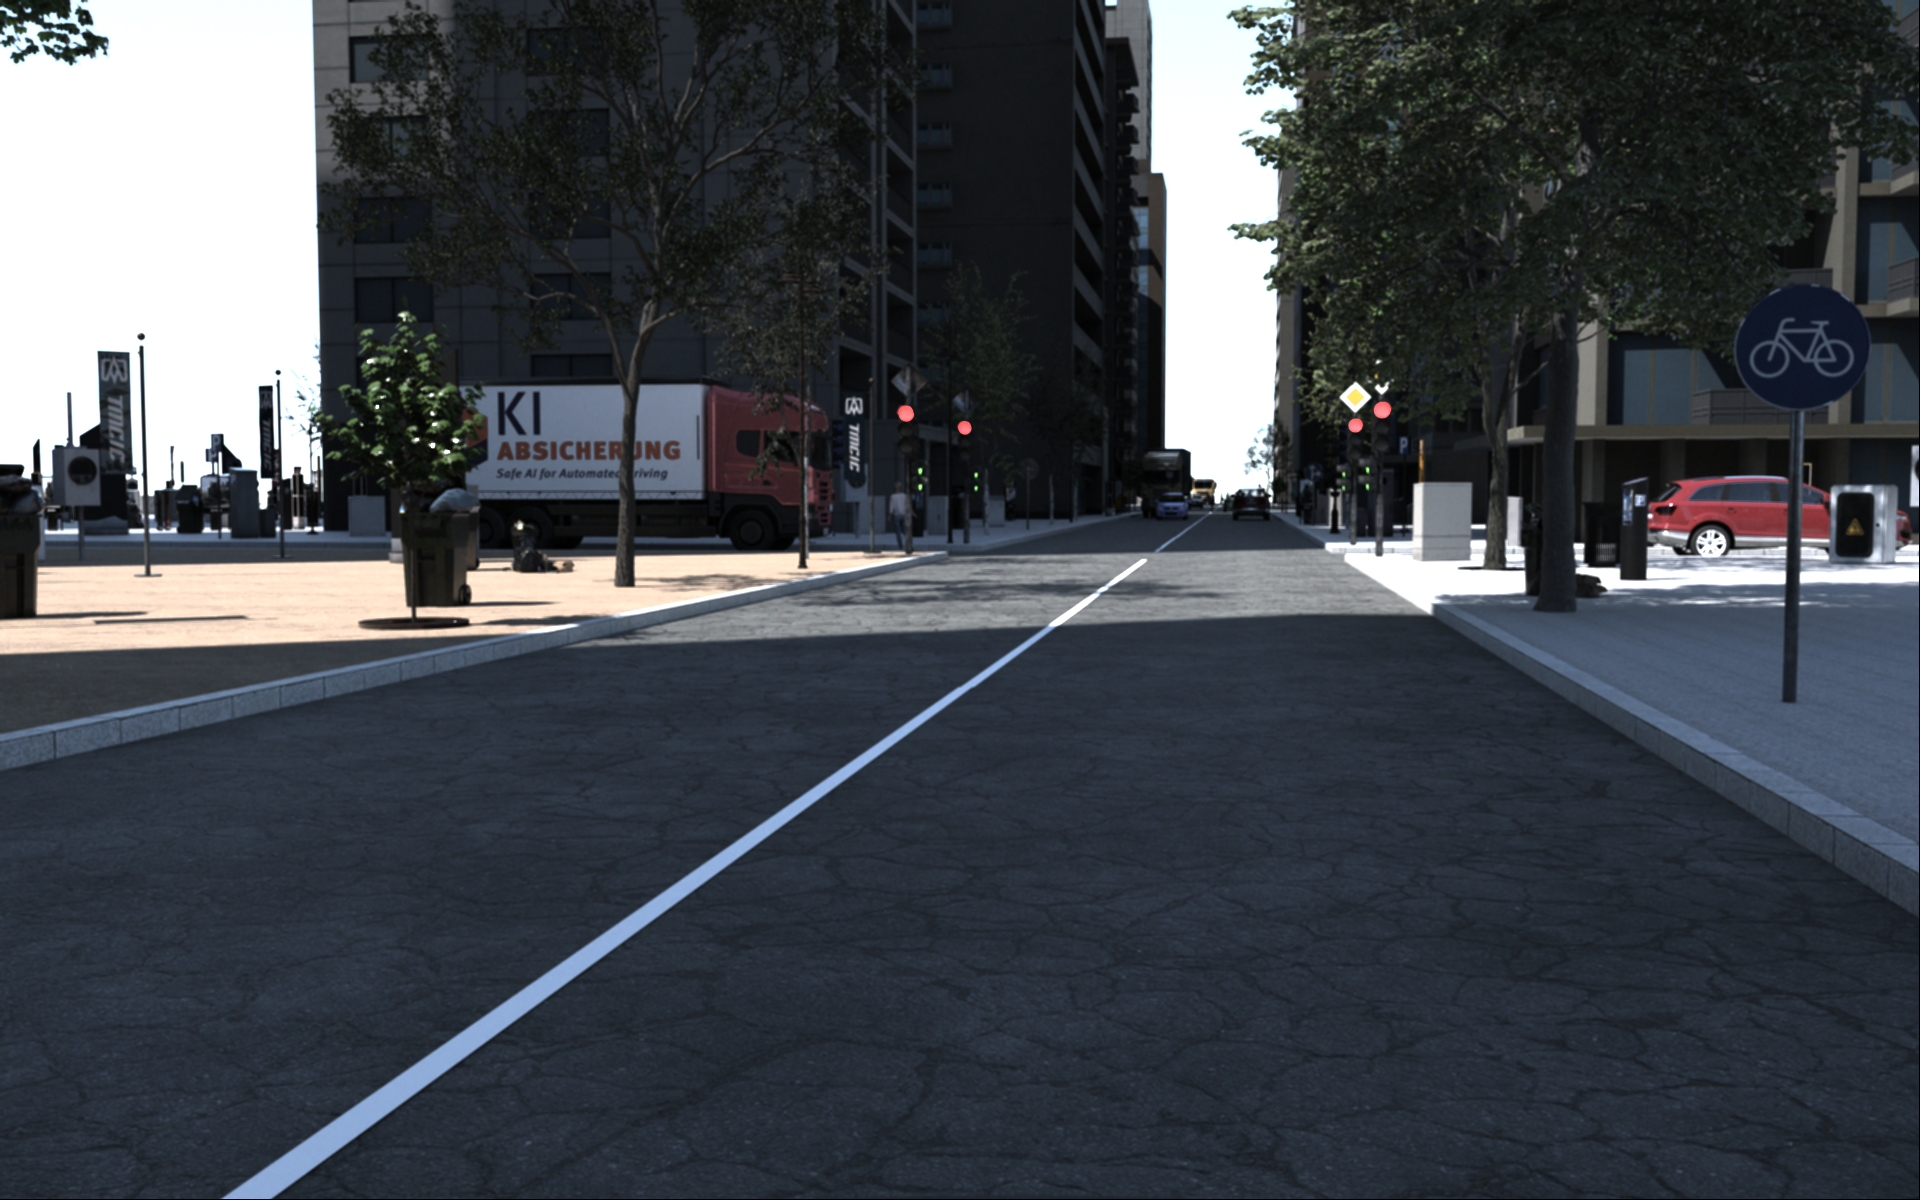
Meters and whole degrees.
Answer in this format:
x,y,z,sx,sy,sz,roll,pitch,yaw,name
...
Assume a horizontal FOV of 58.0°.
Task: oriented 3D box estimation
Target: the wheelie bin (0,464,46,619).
x,y,z,sx,sy,sz,roll,pitch,yaw,name
-9.939,-0.613,17.933,0.693,1.594,0.980,2,4,27,wheelie bin

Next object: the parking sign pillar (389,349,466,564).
x,y,z,sx,sy,sz,roll,pitch,yaw,name
-9.967,-2.689,32.431,1.447,3.967,1.447,0,4,4,parking sign pillar

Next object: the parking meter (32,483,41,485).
x,y,z,sx,sy,sz,roll,pitch,yaw,name
-20.732,-1.853,38.701,0.372,1.533,0.369,0,3,0,parking meter

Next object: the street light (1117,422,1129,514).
x,y,z,sx,sy,sz,roll,pitch,yaw,name
10.357,-8.471,111.281,0.468,5.910,1.993,1,4,9,street light

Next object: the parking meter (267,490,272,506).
x,y,z,sx,sy,sz,roll,pitch,yaw,name
-39.910,-5.615,100.214,0.372,1.533,0.369,0,3,0,parking meter

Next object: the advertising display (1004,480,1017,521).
x,y,z,sx,sy,sz,roll,pitch,yaw,name
2.363,-4.679,81.715,0.123,1.923,0.974,2,4,33,advertising display

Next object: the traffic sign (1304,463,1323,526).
x,y,z,sx,sy,sz,roll,pitch,yaw,name
14.323,-4.286,70.175,0.768,2.556,0.104,1,4,9,traffic sign

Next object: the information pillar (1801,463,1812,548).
x,y,z,sx,sy,sz,roll,pitch,yaw,name
20.236,-2.271,41.629,0.304,2.012,0.304,1,4,11,information pillar

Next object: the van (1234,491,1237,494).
x,y,z,sx,sy,sz,roll,pitch,yaw,name
41.414,-15.309,257.314,2.013,2.044,4.112,1,4,9,van

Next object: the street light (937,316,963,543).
x,y,z,sx,sy,sz,roll,pitch,yaw,name
-0.256,-4.422,45.090,0.468,5.910,1.993,1,4,9,street light

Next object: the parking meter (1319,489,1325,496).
x,y,z,sx,sy,sz,roll,pitch,yaw,name
17.489,-4.598,83.588,0.372,1.533,0.369,0,3,0,parking meter

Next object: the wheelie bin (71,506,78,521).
x,y,z,sx,sy,sz,roll,pitch,yaw,name
-42.621,-4.640,83.772,0.693,1.594,0.980,-3,5,-43,wheelie bin

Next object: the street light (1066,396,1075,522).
x,y,z,sx,sy,sz,roll,pitch,yaw,name
5.032,-6.451,78.267,0.468,5.910,1.993,1,4,9,street light

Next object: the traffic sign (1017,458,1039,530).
x,y,z,sx,sy,sz,roll,pitch,yaw,name
2.420,-3.774,61.805,0.768,2.556,0.104,1,4,11,traffic sign

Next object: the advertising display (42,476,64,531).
x,y,z,sx,sy,sz,roll,pitch,yaw,name
-31.779,-3.388,60.612,0.974,1.923,0.123,1,4,21,advertising display

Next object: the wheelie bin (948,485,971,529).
x,y,z,sx,sy,sz,roll,pitch,yaw,name
-0.032,-3.400,63.494,0.980,1.594,0.693,2,4,35,wheelie bin

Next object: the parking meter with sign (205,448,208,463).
x,y,z,sx,sy,sz,roll,pitch,yaw,name
-27.682,-4.228,65.391,1.738,3.016,0.543,2,4,31,parking meter with sign

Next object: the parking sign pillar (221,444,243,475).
x,y,z,sx,sy,sz,roll,pitch,yaw,name
-38.436,-6.305,91.564,1.447,3.967,1.447,1,4,13,parking sign pillar

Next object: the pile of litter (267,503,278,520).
x,y,z,sx,sy,sz,roll,pitch,yaw,name
-33.863,-4.318,84.572,1.176,0.858,1.719,0,4,-5,pile of litter

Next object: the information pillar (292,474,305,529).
x,y,z,sx,sy,sz,roll,pitch,yaw,name
-24.015,-3.570,62.859,0.304,2.012,0.304,2,4,26,information pillar

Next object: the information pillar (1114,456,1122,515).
x,y,z,sx,sy,sz,roll,pitch,yaw,name
9.805,-7.091,107.290,0.183,3.616,0.504,-3,5,-40,information pillar

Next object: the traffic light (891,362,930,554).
x,y,z,sx,sy,sz,roll,pitch,yaw,name
-1.074,-2.934,36.886,0.839,4.253,0.868,1,4,9,traffic light

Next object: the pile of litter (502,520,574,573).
x,y,z,sx,sy,sz,roll,pitch,yaw,name
-7.007,-0.907,28.797,1.176,0.858,1.719,-1,4,-16,pile of litter

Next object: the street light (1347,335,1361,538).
x,y,z,sx,sy,sz,roll,pitch,yaw,name
11.430,-4.743,50.333,0.468,5.910,1.993,1,4,9,street light

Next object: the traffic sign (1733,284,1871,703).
x,y,z,sx,sy,sz,roll,pitch,yaw,name
5.116,-0.642,10.606,0.768,2.556,0.104,1,4,13,traffic sign

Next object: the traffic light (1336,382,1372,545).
x,y,z,sx,sy,sz,roll,pitch,yaw,name
9.828,-3.323,43.252,0.839,4.253,0.868,1,4,9,traffic light

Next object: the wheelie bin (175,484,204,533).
x,y,z,sx,sy,sz,roll,pitch,yaw,name
-25.151,-2.975,56.547,0.980,1.594,0.693,1,4,18,wheelie bin

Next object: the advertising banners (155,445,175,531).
x,y,z,sx,sy,sz,roll,pitch,yaw,name
-28.045,-3.976,61.198,0.090,3.025,2.074,0,4,-6,advertising banners

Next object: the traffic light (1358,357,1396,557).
x,y,z,sx,sy,sz,roll,pitch,yaw,name
8.568,-2.841,35.367,0.839,4.253,0.868,1,4,9,traffic light

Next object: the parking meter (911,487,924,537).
x,y,z,sx,sy,sz,roll,pitch,yaw,name
-1.278,-2.642,51.603,0.372,1.533,0.369,0,3,0,parking meter

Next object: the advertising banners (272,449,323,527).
x,y,z,sx,sy,sz,roll,pitch,yaw,name
-25.880,-4.353,67.359,0.090,3.025,2.074,3,5,41,advertising banners

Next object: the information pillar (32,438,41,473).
x,y,z,sx,sy,sz,roll,pitch,yaw,name
-38.376,-4.936,72.064,0.183,3.616,0.504,0,4,1,information pillar

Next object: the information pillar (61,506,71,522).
x,y,z,sx,sy,sz,roll,pitch,yaw,name
-41.405,-4.626,80.130,0.304,2.012,0.304,2,4,32,information pillar

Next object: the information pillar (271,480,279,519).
x,y,z,sx,sy,sz,roll,pitch,yaw,name
-35.215,-5.170,89.014,0.304,2.012,0.304,-2,4,-28,information pillar

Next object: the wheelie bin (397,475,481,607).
x,y,z,sx,sy,sz,roll,pitch,yaw,name
-5.982,-0.728,19.817,0.980,1.594,0.693,0,4,4,wheelie bin

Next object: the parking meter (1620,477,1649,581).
x,y,z,sx,sy,sz,roll,pitch,yaw,name
10.034,-1.062,25.774,0.372,1.533,0.369,0,3,0,parking meter

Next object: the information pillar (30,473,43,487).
x,y,z,sx,sy,sz,roll,pitch,yaw,name
-31.510,-3.342,59.136,0.304,2.012,0.304,-1,4,-14,information pillar

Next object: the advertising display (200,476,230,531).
x,y,z,sx,sy,sz,roll,pitch,yaw,name
-26.173,-3.405,60.882,0.974,1.923,0.123,-2,4,-28,advertising display

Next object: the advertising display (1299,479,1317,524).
x,y,z,sx,sy,sz,roll,pitch,yaw,name
14.749,-4.175,73.476,0.123,1.923,0.974,-2,4,-32,advertising display

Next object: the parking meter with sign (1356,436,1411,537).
x,y,z,sx,sy,sz,roll,pitch,yaw,name
12.623,-3.412,52.043,1.738,3.016,0.543,-1,4,-17,parking meter with sign

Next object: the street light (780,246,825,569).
x,y,z,sx,sy,sz,roll,pitch,yaw,name
-2.715,-3.481,29.703,0.468,5.910,1.993,1,4,9,street light

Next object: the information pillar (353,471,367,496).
x,y,z,sx,sy,sz,roll,pitch,yaw,name
-19.315,-3.137,55.783,0.304,2.012,0.304,1,4,10,information pillar

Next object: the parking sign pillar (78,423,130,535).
x,y,z,sx,sy,sz,roll,pitch,yaw,name
-26.929,-4.031,54.378,1.447,3.967,1.447,-3,4,-37,parking sign pillar

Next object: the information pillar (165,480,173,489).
x,y,z,sx,sy,sz,roll,pitch,yaw,name
-42.210,-5.383,92.500,0.304,2.012,0.304,0,4,-6,information pillar

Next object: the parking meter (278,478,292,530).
x,y,z,sx,sy,sz,roll,pitch,yaw,name
-24.028,-3.423,61.674,0.255,1.863,0.399,3,4,38,parking meter

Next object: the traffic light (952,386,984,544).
x,y,z,sx,sy,sz,roll,pitch,yaw,name
0.186,-3.416,44.772,0.839,4.253,0.868,1,4,9,traffic light

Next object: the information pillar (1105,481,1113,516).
x,y,z,sx,sy,sz,roll,pitch,yaw,name
8.820,-6.059,103.550,0.304,2.012,0.304,0,4,7,information pillar

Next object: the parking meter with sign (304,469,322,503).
x,y,z,sx,sy,sz,roll,pitch,yaw,name
-46.003,-7.713,122.363,1.738,3.016,0.543,-1,4,-23,parking meter with sign

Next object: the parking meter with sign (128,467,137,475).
x,y,z,sx,sy,sz,roll,pitch,yaw,name
-52.688,-6.968,110.192,0.543,3.016,1.738,-2,4,-29,parking meter with sign

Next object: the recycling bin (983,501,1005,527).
x,y,z,sx,sy,sz,roll,pitch,yaw,name
1.323,-3.383,67.860,0.722,1.027,0.722,-1,4,-13,recycling bin

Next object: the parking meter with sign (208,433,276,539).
x,y,z,sx,sy,sz,roll,pitch,yaw,name
-20.789,-3.307,50.335,0.543,3.016,1.738,2,4,34,parking meter with sign
